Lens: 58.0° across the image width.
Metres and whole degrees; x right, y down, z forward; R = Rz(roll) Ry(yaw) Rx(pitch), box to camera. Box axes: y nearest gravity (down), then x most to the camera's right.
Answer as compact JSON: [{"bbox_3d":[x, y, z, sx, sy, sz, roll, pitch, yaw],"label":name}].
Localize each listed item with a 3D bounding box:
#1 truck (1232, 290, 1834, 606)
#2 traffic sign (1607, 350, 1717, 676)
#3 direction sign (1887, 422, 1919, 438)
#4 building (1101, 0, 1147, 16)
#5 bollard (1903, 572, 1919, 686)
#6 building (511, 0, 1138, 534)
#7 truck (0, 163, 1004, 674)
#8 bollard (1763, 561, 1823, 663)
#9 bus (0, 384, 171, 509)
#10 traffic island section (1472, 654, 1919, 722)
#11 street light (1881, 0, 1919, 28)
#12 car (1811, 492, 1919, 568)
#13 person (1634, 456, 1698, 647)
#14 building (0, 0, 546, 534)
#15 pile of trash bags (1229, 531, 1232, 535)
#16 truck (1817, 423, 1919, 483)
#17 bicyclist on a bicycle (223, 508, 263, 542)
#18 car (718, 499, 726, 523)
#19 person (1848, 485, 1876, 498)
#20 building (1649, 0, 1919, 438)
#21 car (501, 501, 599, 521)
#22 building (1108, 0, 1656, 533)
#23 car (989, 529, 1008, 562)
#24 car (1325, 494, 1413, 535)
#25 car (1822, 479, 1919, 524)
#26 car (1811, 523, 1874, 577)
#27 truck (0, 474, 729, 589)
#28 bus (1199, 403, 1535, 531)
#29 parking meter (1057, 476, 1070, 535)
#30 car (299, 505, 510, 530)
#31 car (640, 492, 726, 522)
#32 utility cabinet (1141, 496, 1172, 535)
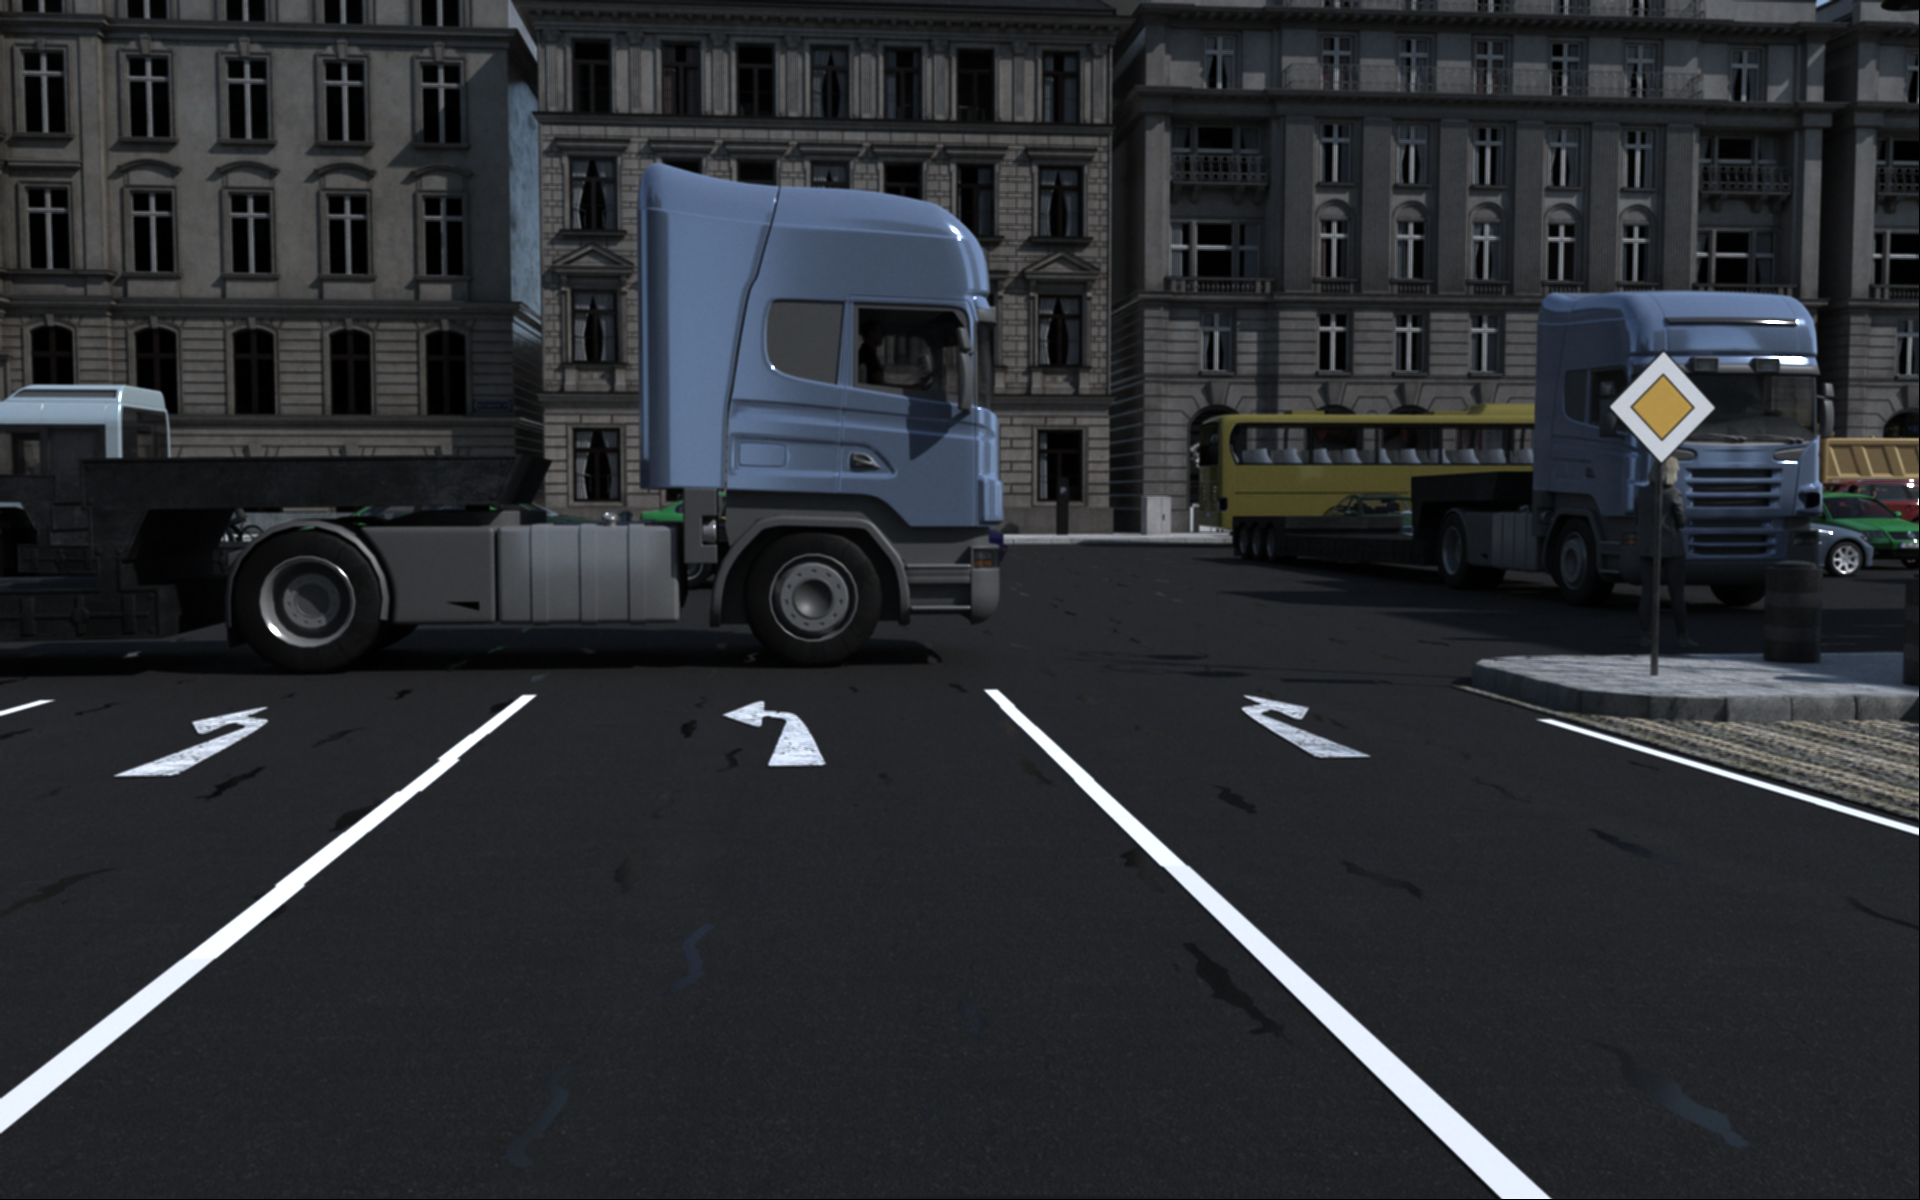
[{"bbox_3d":[8.237,-2.405,29.087,2.967,4.110,18.799,0,4,-6],"label":"truck"},{"bbox_3d":[4.908,-0.523,12.189,0.795,2.450,0.064,0,4,-6],"label":"traffic sign"},{"bbox_3d":[29.717,-3.832,54.650,0.876,3.537,0.379,1,4,18],"label":"direction sign"},{"bbox_3d":[10.164,-30.845,128.020,21.300,48.544,21.600,0,4,-6],"label":"building"},{"bbox_3d":[6.570,0.189,11.632,0.404,0.777,0.398,0,3,0],"label":"bollard"},{"bbox_3d":[-4.547,-11.891,59.047,19.286,19.102,10.561,0,4,-6],"label":"building"},{"bbox_3d":[-8.365,-1.503,14.338,18.799,4.110,2.967,0,4,-8],"label":"truck"},{"bbox_3d":[6.398,0.087,13.300,0.404,0.777,0.398,0,3,0],"label":"bollard"},{"bbox_3d":[-20.713,-2.110,29.356,13.247,3.499,2.948,0,4,-7],"label":"bus"},{"bbox_3d":[4.931,0.612,12.268,2.009,0.180,2.903,0,4,-6],"label":"traffic island section"},{"bbox_3d":[6.944,-2.388,11.834,0.468,5.910,1.993,0,4,-6],"label":"street light"},{"bbox_3d":[17.557,-1.587,34.748,1.959,1.807,4.718,0,4,-8],"label":"car"},{"bbox_3d":[6.628,-0.468,16.340,0.526,1.800,0.537,-2,4,-27],"label":"person"},{"bbox_3d":[-31.666,-14.652,58.640,34.723,24.649,14.460,0,4,-6],"label":"building"},{"bbox_3d":[9.231,-2.626,52.692,1.912,1.369,3.447,0,4,6],"label":"pile of trash bags"},{"bbox_3d":[24.821,-3.245,48.982,9.791,3.379,3.469,0,4,-5],"label":"truck"},{"bbox_3d":[-18.776,-2.119,44.664,1.625,1.676,1.499,0,4,-6],"label":"bicyclist on a bicycle"},{"bbox_3d":[-4.087,-1.495,34.665,2.015,1.641,3.980,0,4,-7],"label":"car"},{"bbox_3d":[21.275,-1.890,40.865,0.517,1.644,0.566,-2,4,-34],"label":"person"},{"bbox_3d":[40.803,-13.650,64.971,24.055,21.916,13.314,0,4,-6],"label":"building"},{"bbox_3d":[-9.697,-1.544,37.039,4.920,1.459,2.131,0,4,-4],"label":"car"},{"bbox_3d":[16.839,-13.520,62.850,24.055,21.916,13.314,0,4,-6],"label":"building"},{"bbox_3d":[-1.135,-1.154,31.450,3.894,1.354,1.945,0,4,-8],"label":"car"},{"bbox_3d":[9.971,-1.788,41.039,2.131,1.459,4.920,0,4,-4],"label":"car"},{"bbox_3d":[22.934,-2.218,44.933,5.304,1.827,2.281,0,4,-6],"label":"car"},{"bbox_3d":[13.676,-1.129,30.469,4.499,1.417,2.014,0,4,-5],"label":"car"},{"bbox_3d":[-11.681,-2.228,26.187,18.799,4.110,2.967,0,4,-5],"label":"truck"},{"bbox_3d":[12.838,-3.423,47.518,12.252,3.916,2.896,0,4,-5],"label":"bus"},{"bbox_3d":[3.253,-2.991,54.615,0.399,1.863,0.255,0,4,-2],"label":"parking meter"},{"bbox_3d":[-9.370,-1.268,29.526,4.718,1.807,1.959,0,4,-7],"label":"car"},{"bbox_3d":[-5.099,-1.905,39.944,4.718,1.807,1.959,0,4,-6],"label":"car"},{"bbox_3d":[6.202,-2.665,54.727,1.020,1.237,0.306,-2,4,-34],"label":"utility cabinet"}]
